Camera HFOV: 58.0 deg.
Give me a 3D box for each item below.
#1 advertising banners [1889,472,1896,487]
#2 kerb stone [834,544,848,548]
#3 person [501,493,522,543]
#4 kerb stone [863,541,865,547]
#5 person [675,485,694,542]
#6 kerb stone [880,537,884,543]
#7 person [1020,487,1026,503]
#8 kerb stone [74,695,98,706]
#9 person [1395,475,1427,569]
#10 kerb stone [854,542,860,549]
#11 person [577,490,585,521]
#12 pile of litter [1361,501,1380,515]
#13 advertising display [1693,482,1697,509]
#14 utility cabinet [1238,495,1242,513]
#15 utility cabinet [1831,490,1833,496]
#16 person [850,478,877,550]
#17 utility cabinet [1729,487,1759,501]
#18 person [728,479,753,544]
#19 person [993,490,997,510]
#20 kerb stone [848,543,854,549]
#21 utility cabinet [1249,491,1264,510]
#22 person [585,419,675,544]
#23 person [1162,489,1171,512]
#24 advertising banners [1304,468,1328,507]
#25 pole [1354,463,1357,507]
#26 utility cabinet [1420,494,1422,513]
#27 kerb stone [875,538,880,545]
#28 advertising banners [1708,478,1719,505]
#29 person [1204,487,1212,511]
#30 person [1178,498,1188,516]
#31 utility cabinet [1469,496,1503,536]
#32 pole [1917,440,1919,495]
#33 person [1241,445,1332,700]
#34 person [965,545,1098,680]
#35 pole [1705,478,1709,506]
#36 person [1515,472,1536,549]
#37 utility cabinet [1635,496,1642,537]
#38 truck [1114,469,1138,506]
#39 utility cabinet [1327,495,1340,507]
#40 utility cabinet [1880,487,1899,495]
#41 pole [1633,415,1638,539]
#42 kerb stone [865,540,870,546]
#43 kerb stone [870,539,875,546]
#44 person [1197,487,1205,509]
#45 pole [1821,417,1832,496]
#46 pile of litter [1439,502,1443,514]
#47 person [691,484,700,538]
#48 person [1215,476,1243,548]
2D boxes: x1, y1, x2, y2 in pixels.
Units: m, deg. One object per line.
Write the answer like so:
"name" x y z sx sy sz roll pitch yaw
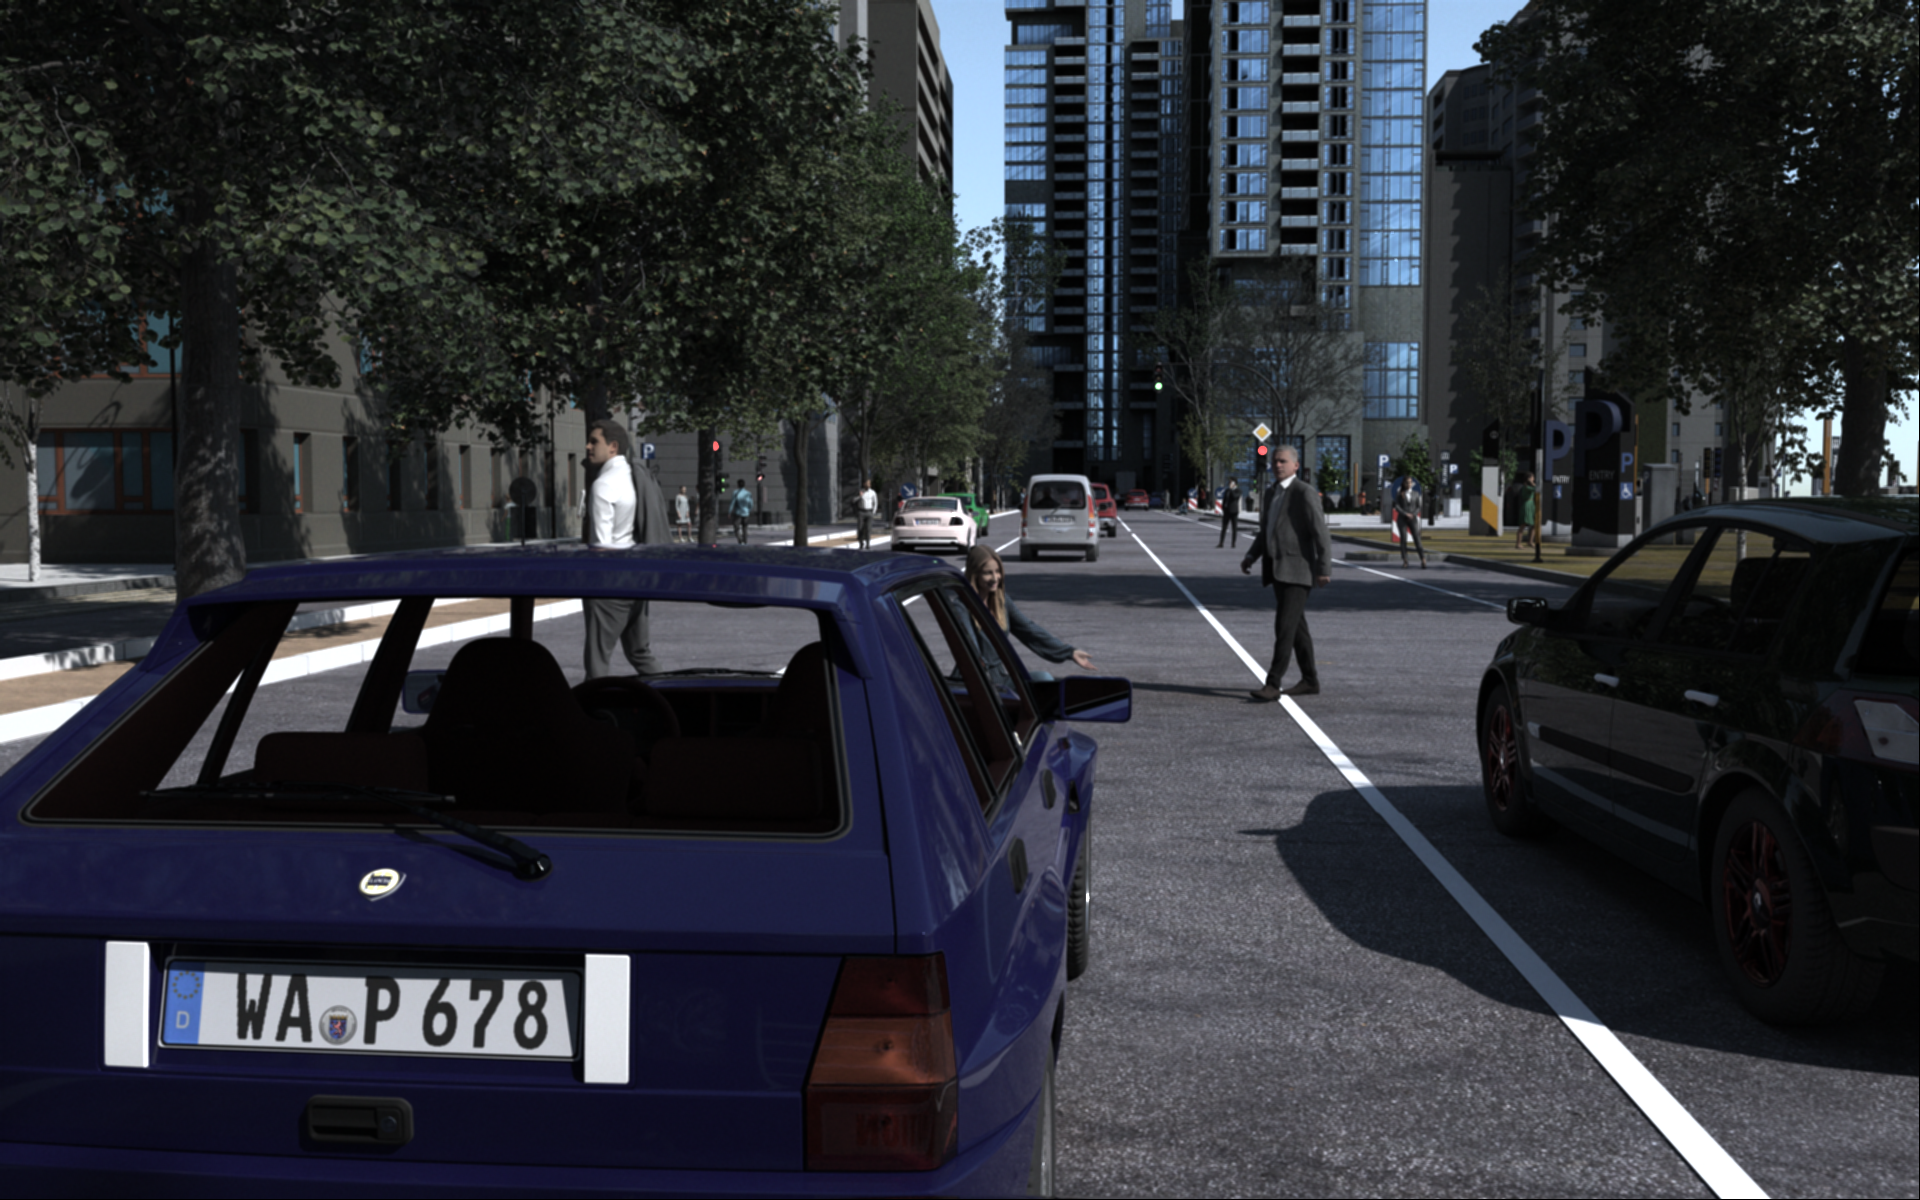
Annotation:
"advertising banners" 55.211 -6.604 104.159 2.074 3.025 0.090 1 4 19
"kerb stone" -2.954 -1.261 42.874 0.120 0.150 1.000 0 4 4
"person" -11.617 -2.117 44.901 0.590 1.304 0.306 1 4 14
"kerb stone" -2.718 -1.449 45.932 0.120 0.150 1.000 0 4 4
"person" -8.300 -2.587 51.807 0.522 1.701 0.512 3 5 42
"kerb stone" -2.385 -1.703 50.043 0.120 0.150 1.000 0 4 4
"person" 3.377 -5.074 91.717 0.793 1.790 0.793 -1 4 -8
"kerb stone" -5.441 0.672 11.213 0.120 0.150 1.000 0 4 4
"person" 8.635 -1.492 33.173 0.520 1.790 0.573 -1 4 -13
"kerb stone" -2.793 -1.386 44.913 0.120 0.150 1.000 0 4 4
"person" -9.199 -2.133 43.257 0.818 1.842 0.514 2 4 31
"pile of litter" 24.956 -5.549 104.687 1.719 0.858 1.176 -2 4 -26
"advertising display" 39.192 -5.331 92.379 0.123 1.923 0.974 2 4 24
"utility cabinet" 18.191 -6.508 115.091 0.318 1.500 1.173 -3 4 -38
"utility cabinet" 51.860 -5.737 102.478 1.173 1.500 0.318 3 4 36
"person" -2.411 -2.127 43.379 0.679 1.850 0.850 0 4 -7
"utility cabinet" 26.066 -2.993 57.607 1.173 1.500 0.318 -2 4 -31
"person" -5.749 -2.264 45.543 0.660 1.820 0.620 -3 4 -36
"person" 3.170 -9.222 159.366 0.705 1.812 1.348 1 4 16
"kerb stone" -2.883 -1.322 43.895 0.120 0.150 1.000 0 4 4
"utility cabinet" 24.192 -8.112 141.310 1.173 1.500 0.318 1 4 9
"person" -1.812 -0.049 9.407 0.850 1.850 0.679 1 4 14
"person" 16.537 -7.952 138.610 0.767 1.812 0.694 1 4 22
"advertising banners" 23.697 -7.294 115.450 0.090 3.025 2.074 -2 4 -35
"pole" 26.035 -7.350 114.017 0.158 3.312 0.155 0 3 0
"utility cabinet" 22.423 -4.753 86.388 0.318 1.500 1.173 -3 5 -45
"kerb stone" -2.468 -1.635 49.016 0.120 0.150 1.000 0 4 4
"advertising banners" 57.383 -8.352 132.749 0.090 3.025 2.074 -1 4 -20
"person" 18.973 -7.772 132.888 0.755 1.850 0.659 0 4 6
"person" 14.767 -6.197 115.313 0.738 1.151 1.012 2 4 30
"utility cabinet" 16.208 -2.581 53.359 0.306 1.237 1.020 -3 4 -39
"pole" 36.504 -4.405 65.873 0.158 3.312 0.155 0 3 0
"person" 2.247 -0.198 12.128 0.834 1.777 0.661 -3 4 -37
"person" 0.300 0.268 9.610 1.012 1.151 0.738 -2 4 -35
"pole" 42.784 -6.443 99.184 0.158 3.312 0.155 0 3 0
"person" 13.295 -2.098 40.586 0.529 1.795 0.600 1 4 14
"utility cabinet" 18.809 -2.292 48.637 1.020 1.237 0.306 0 4 2
"truck" 19.426 -13.087 202.892 2.839 4.237 11.283 0 4 6
"utility cabinet" 29.717 -7.741 137.725 1.020 1.237 0.306 1 4 10
"utility cabinet" 28.129 -2.689 52.643 0.318 1.500 1.173 1 4 10
"pole" 17.323 -3.104 44.592 0.158 3.312 0.155 0 3 0
"kerb stone" -2.635 -1.515 46.966 0.120 0.150 1.000 0 4 4
"kerb stone" -2.554 -1.578 47.991 0.120 0.150 1.000 0 4 4
"person" 20.181 -8.478 144.590 0.705 1.831 1.348 -1 4 -20
"pole" 22.999 -3.190 46.001 0.158 3.312 0.155 0 3 0
"pile of litter" 30.702 -5.894 110.327 1.719 0.858 1.176 -3 4 -37
"person" -8.448 -2.847 55.612 0.524 1.755 0.480 1 4 8
"person" 7.186 -2.340 46.124 0.648 1.900 0.474 3 4 36
